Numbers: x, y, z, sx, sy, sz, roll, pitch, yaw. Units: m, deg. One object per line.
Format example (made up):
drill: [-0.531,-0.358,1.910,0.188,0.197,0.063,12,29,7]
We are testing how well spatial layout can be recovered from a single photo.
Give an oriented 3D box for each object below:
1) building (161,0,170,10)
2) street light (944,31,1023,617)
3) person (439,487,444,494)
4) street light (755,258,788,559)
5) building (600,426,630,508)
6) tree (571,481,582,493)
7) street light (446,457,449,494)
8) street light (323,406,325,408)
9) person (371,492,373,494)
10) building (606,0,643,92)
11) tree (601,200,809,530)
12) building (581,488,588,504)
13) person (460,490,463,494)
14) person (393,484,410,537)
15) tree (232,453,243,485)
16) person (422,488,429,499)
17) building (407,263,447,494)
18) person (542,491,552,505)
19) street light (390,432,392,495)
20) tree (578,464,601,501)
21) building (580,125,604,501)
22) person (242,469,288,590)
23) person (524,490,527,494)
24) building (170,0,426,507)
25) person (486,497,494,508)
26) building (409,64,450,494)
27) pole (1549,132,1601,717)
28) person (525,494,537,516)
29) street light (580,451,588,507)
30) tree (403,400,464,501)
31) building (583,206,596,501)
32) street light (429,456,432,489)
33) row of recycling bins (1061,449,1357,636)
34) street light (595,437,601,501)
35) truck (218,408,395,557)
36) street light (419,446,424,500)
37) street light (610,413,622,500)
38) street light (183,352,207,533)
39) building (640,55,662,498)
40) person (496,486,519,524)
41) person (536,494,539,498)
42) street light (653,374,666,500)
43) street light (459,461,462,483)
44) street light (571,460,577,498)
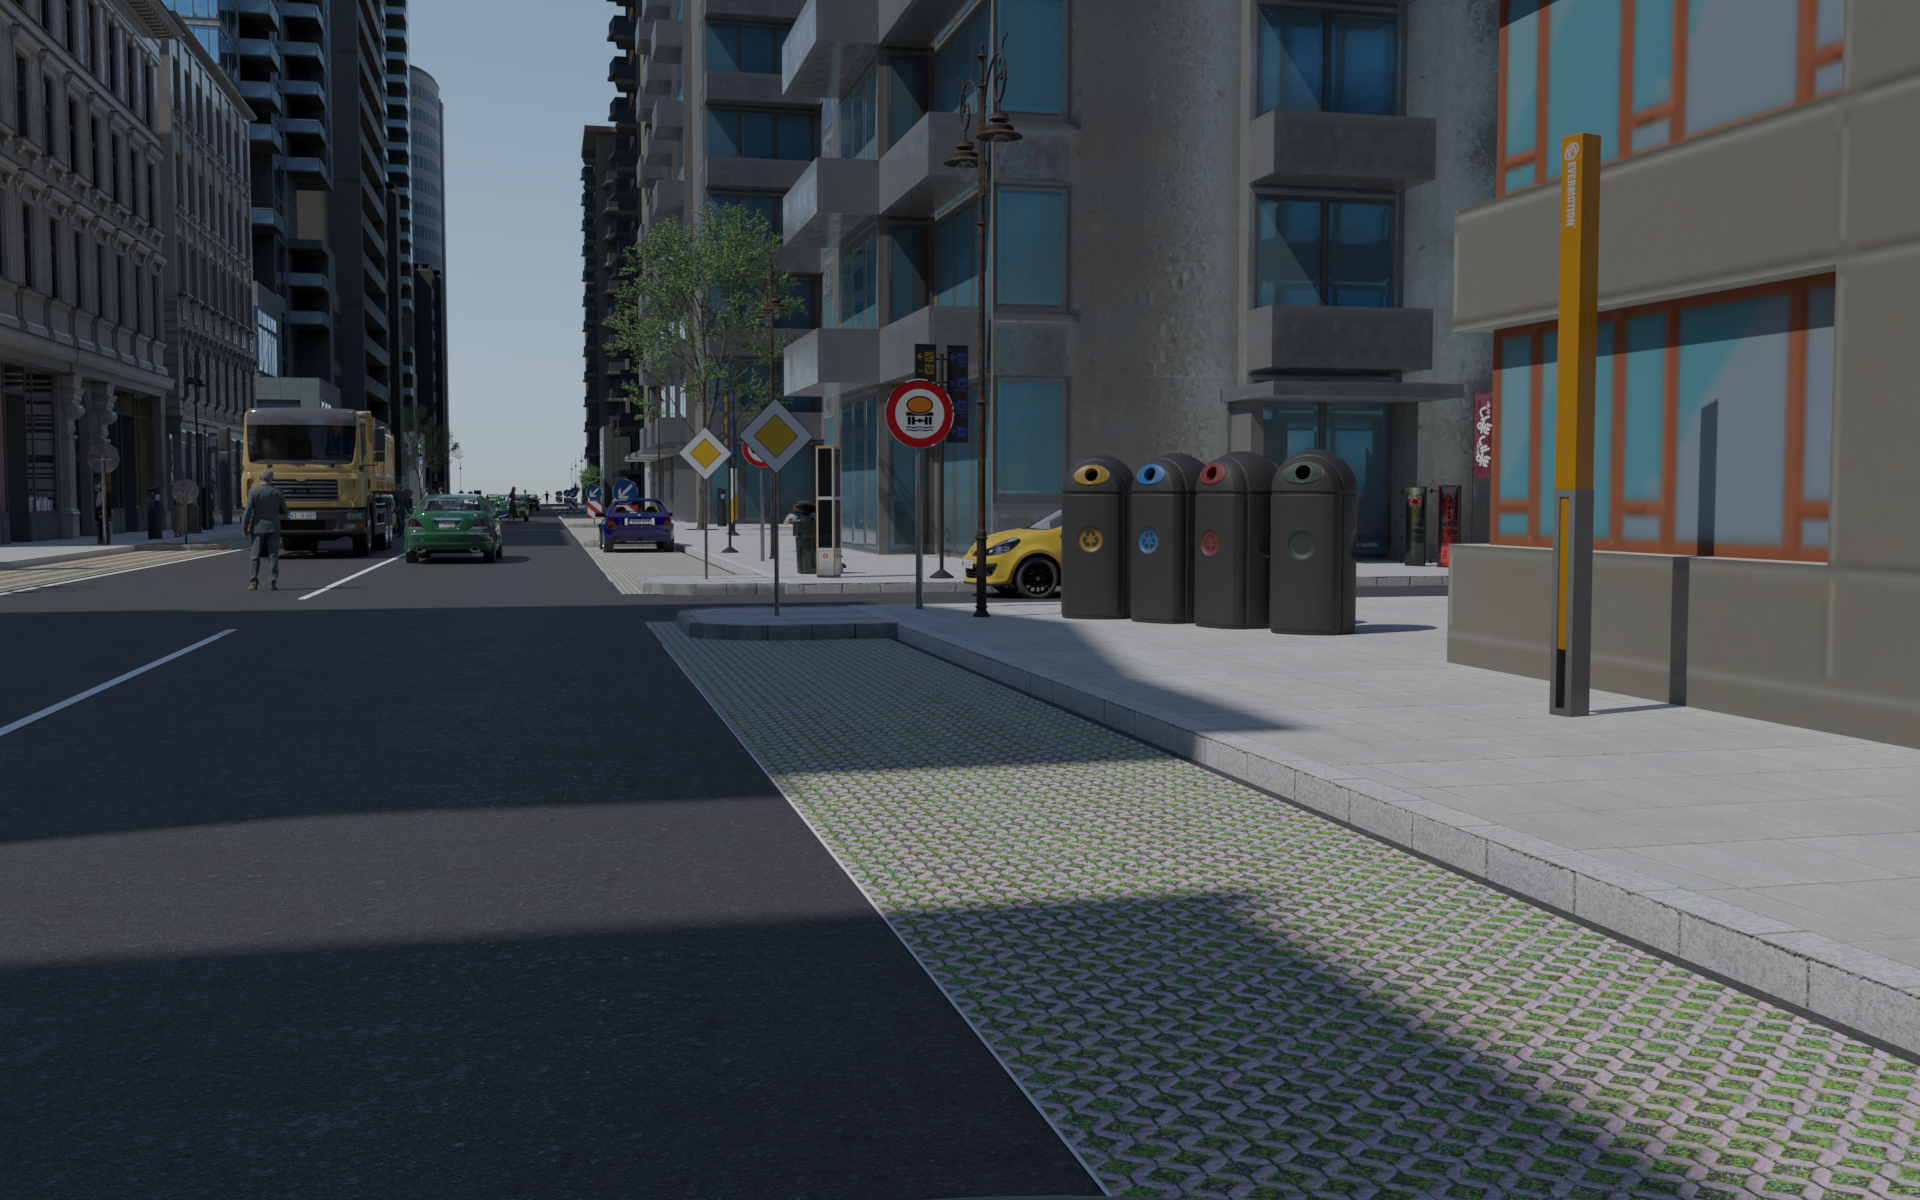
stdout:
building: [-50.001,-48.535,106.214,22.319,86.520,31.000,-1,4,-14]
street light: [0.224,-2.761,17.937,0.468,5.910,1.993,-1,4,-14]
person: [-27.638,-5.100,92.224,0.374,1.781,0.599,0,4,6]
street light: [-3.693,-3.747,34.050,0.468,5.910,1.993,-1,4,-14]
building: [-21.523,-51.737,158.576,22.319,86.520,31.000,-1,4,-14]
tree: [-55.492,-15.612,249.855,1.663,3.219,1.824,0,3,0]
street light: [-62.535,-14.601,211.507,0.468,5.910,1.993,-1,4,-14]
street light: [-32.799,-7.138,89.495,0.468,5.910,1.993,-1,4,-14]
person: [-26.546,-4.227,77.735,0.709,1.813,0.853,0,4,6]
building: [-14.844,-29.076,130.012,22.147,44.769,28.867,-1,4,-14]
tree: [-9.034,-8.281,61.157,9.928,11.665,9.643,0,3,0]
building: [-34.519,-33.061,232.427,32.217,40.220,23.993,-1,4,-14]
person: [-40.129,-7.988,139.840,0.721,1.736,1.217,-1,4,-20]
person: [-18.642,-2.993,57.864,0.534,1.772,0.576,0,4,-1]
tree: [-28.120,-4.570,69.321,1.663,3.219,1.824,0,3,0]
person: [-29.488,-5.304,95.553,0.374,1.781,0.599,-2,4,-27]
building: [-71.057,-26.990,212.981,14.160,30.474,14.107,-1,4,-14]
person: [-52.364,-12.930,219.529,1.348,1.869,0.705,-1,4,-23]
street light: [-42.680,-9.615,129.988,0.468,5.910,1.993,-1,4,-14]
tree: [-39.091,-12.289,184.632,4.285,4.588,4.351,0,3,0]
building: [-33.384,-33.688,205.421,22.147,44.769,28.867,-1,4,-14]
person: [-10.397,-1.053,25.887,0.661,1.801,0.590,-2,4,-32]
person: [-38.915,-8.956,154.900,0.705,1.831,1.348,-1,4,-12]
building: [-70.213,-53.556,188.314,22.319,86.520,31.000,-1,4,-14]
person: [-20.962,-3.934,77.106,0.425,1.301,0.394,0,4,-1]
building: [-80.561,-42.238,232.596,21.231,58.520,28.212,-1,4,-14]
pole: [3.534,-0.985,9.948,0.158,3.312,0.155,0,3,0]
person: [-28.484,-6.281,114.454,1.065,1.426,0.557,-1,4,-22]
street light: [-37.518,-12.276,173.508,0.468,5.910,1.993,-1,4,-14]
tree: [-53.036,-14.428,170.311,8.767,10.594,7.601,-1,4,-13]
building: [-46.759,-36.651,249.347,14.600,45.320,14.200,-1,4,-14]
street light: [-54.513,-12.583,178.514,0.468,5.910,1.993,-1,4,-14]
row of recycling bins: [2.385,-0.610,17.084,1.069,1.692,3.534,-3,5,-42]
street light: [-29.514,-10.295,141.108,0.468,5.910,1.993,-1,4,-14]
truck: [-15.309,-2.797,41.651,3.469,3.379,9.791,-1,4,-14]
street light: [-50.574,-11.609,162.586,0.468,5.910,1.993,-1,4,-14]
street light: [-19.534,-7.723,99.051,0.468,5.910,1.993,-1,4,-14]
street light: [-24.834,-5.112,56.371,0.468,5.910,1.993,-1,4,-14]
building: [-12.942,-20.619,108.814,14.160,30.474,14.107,-1,4,-14]
person: [-21.536,-4.492,82.163,0.699,1.804,1.509,3,5,43]
person: [-57.069,-13.559,233.450,1.065,1.426,0.557,2,4,27]
street light: [-11.625,-5.756,66.893,0.468,5.910,1.993,-1,4,-14]
street light: [-70.251,-16.569,243.694,0.468,5.910,1.993,-1,4,-14]
street light: [-49.139,-15.219,221.624,0.468,5.910,1.993,-1,4,-14]
